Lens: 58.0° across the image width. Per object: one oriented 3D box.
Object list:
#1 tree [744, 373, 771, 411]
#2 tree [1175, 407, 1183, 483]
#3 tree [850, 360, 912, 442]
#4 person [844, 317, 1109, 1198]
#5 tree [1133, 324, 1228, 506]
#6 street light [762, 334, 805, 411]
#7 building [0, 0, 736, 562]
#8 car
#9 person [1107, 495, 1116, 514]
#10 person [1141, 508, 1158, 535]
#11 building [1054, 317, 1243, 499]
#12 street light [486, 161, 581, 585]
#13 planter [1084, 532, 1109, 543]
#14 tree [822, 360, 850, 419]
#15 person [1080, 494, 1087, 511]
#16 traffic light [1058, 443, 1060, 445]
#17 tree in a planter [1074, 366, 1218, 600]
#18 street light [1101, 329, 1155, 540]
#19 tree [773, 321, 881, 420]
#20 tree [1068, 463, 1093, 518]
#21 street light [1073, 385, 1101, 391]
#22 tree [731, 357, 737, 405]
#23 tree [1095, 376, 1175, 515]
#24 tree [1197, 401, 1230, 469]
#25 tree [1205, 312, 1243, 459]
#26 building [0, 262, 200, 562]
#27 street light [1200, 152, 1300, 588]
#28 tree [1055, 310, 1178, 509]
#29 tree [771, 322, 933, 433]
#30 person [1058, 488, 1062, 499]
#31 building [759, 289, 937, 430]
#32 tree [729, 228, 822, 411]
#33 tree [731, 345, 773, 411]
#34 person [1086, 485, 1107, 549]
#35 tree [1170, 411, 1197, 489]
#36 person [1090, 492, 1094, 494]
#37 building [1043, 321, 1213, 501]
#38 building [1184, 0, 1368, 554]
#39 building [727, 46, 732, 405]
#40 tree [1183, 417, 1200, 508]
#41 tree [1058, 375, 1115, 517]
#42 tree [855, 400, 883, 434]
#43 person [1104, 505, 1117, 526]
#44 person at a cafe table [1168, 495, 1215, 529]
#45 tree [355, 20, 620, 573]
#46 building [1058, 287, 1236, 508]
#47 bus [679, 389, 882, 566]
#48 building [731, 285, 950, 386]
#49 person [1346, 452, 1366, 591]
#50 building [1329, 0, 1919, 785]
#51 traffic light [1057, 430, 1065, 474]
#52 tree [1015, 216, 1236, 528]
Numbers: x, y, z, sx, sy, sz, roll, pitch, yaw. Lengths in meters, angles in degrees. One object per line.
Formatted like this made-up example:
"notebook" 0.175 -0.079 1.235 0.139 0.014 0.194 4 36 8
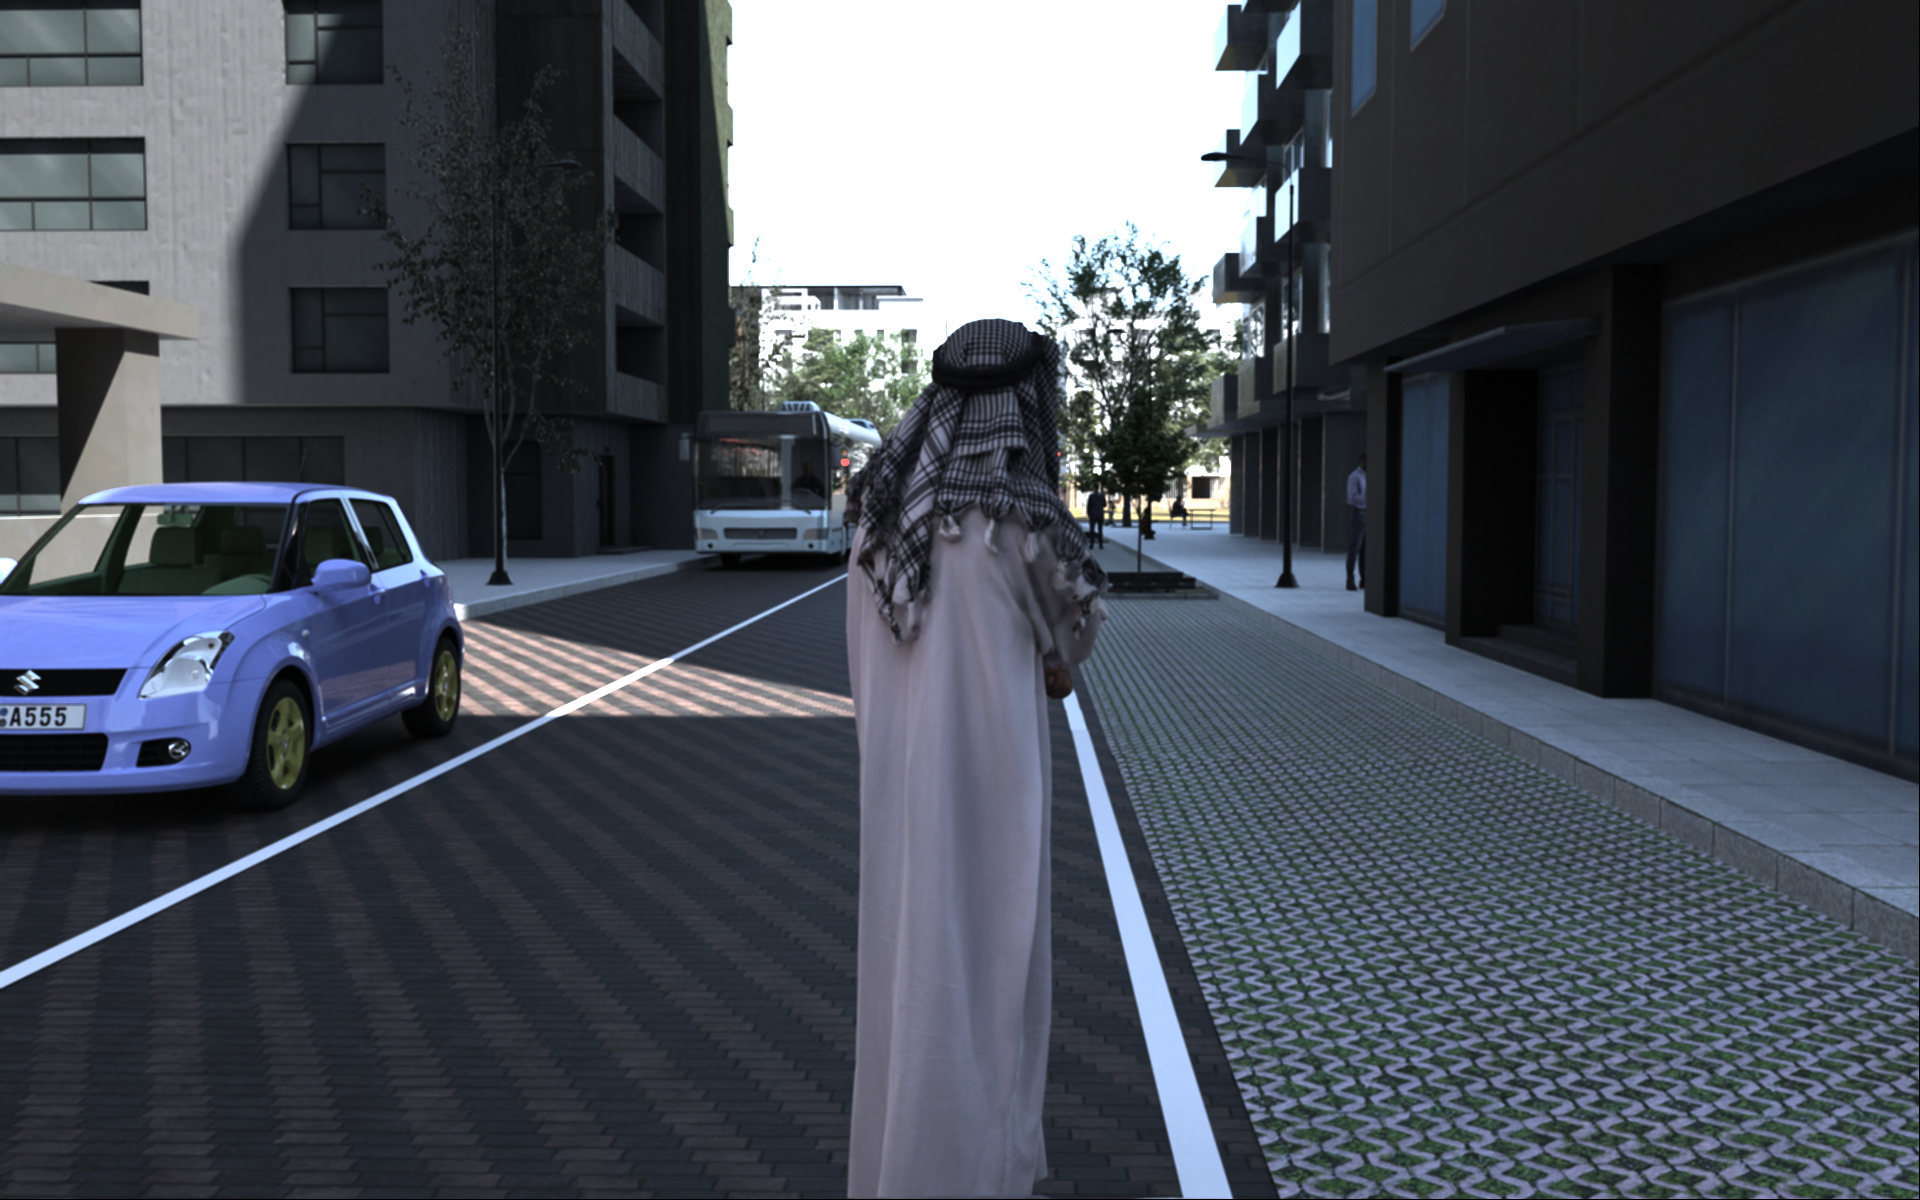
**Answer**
"tree" -14.272 -13.338 143.829 9.928 11.665 9.643 0 3 0
"tree" 13.120 -10.715 125.557 4.360 8.622 3.978 0 3 0
"tree" -4.742 -8.927 96.323 4.360 8.622 3.978 0 3 0
"person" 0.022 0.371 3.110 0.551 1.740 0.621 2 4 28
"tree" 14.802 -11.945 113.422 7.486 12.596 7.792 0 3 0
"street light" -5.203 -4.772 50.561 1.470 5.913 1.316 0 4 2
"building" -12.954 -16.221 36.917 14.160 30.474 14.107 0 4 2
"car" -3.883 0.037 8.992 1.945 1.707 3.694 0 4 1
"person" 9.476 -6.240 108.787 0.841 1.734 0.376 2 4 23
"person" 5.975 -2.471 54.727 0.655 0.850 0.859 2 4 24
"building" 25.028 -22.795 216.667 27.936 21.610 32.646 0 4 2
"street light" -5.974 -3.166 24.306 1.470 5.913 1.316 0 4 2
"planter" 3.376 -1.842 51.264 1.991 0.319 1.994 0 4 2
"tree" -7.815 -8.258 85.380 4.360 8.622 3.978 0 3 0
"person" 9.587 -7.623 134.595 0.435 1.345 0.340 -1 4 -22
"traffic light" 4.329 -5.698 82.079 0.839 4.253 0.868 0 4 2
"tree in a planter" 2.525 -1.653 24.244 1.991 3.239 1.994 0 4 2
"street light" 4.813 -4.667 48.850 1.470 5.913 1.316 0 4 2
"tree" -8.903 -12.000 114.321 7.486 12.596 7.792 0 3 0
"tree" 6.567 -5.986 92.467 1.663 3.219 1.824 0 3 0
"street light" 5.527 -6.208 74.039 1.470 5.913 1.316 0 4 2
"tree" -16.555 -11.377 92.675 9.857 13.997 8.962 0 3 0
"tree" 10.279 -9.441 104.719 4.360 8.622 3.978 0 3 0
"tree" 17.209 -9.505 105.774 4.737 8.622 4.395 0 3 0
"tree" 18.746 -11.672 97.491 9.857 13.997 8.962 0 3 0
"building" -23.286 -19.453 9.933 32.217 40.220 23.993 0 4 2
"street light" 3.959 -3.127 23.665 1.470 5.913 1.316 0 4 2
"tree" 7.064 -9.347 87.235 8.767 10.594 7.601 1 4 13
"tree" -4.980 -10.875 103.569 9.928 11.665 9.643 0 3 0
"person" 8.687 -8.881 151.368 0.598 1.807 0.434 -1 4 -12
"building" -10.145 -18.789 163.614 16.016 20.091 11.380 0 4 2
"tree" -6.178 -5.932 47.343 4.360 8.622 3.978 0 3 0
"tree" -18.135 -13.319 128.142 12.009 13.543 11.850 0 3 0
"person" 3.540 -2.166 44.839 0.541 1.710 0.530 0 3 0
"tree" 18.524 -11.933 145.469 4.737 8.622 4.395 0 3 0
"person" 9.166 -6.832 118.677 0.756 1.711 0.436 -1 4 -11
"building" 17.255 -19.481 184.975 16.747 18.905 31.486 0 4 2
"building" 18.510 -25.919 43.392 23.786 49.044 30.456 0 4 2
"building" -21.353 -24.909 61.881 28.867 44.769 22.147 0 4 2
"tree" 16.406 -11.479 138.043 4.360 8.622 3.978 0 3 0
"tree" 7.093 -9.088 98.945 4.737 8.622 4.395 0 3 0
"tree" -7.168 -10.467 121.495 4.737 8.622 4.395 0 3 0
"person" 5.925 -3.385 69.318 0.695 0.859 0.347 1 4 18
"person at a cafe table" 8.520 -3.233 63.716 1.726 1.238 1.698 0 4 8
"tree" -7.328 -4.713 27.417 4.360 8.622 3.978 0 3 0
"building" 17.290 -18.784 163.532 16.016 20.091 11.380 0 4 2
"bus" -3.462 -2.611 37.543 2.948 3.499 13.247 0 4 2
"building" -15.667 -20.902 185.726 27.936 21.610 32.646 0 4 2
"person" 5.481 -1.052 23.119 0.599 1.838 0.709 3 4 37
"building" 10.779 -22.059 10.772 14.600 45.320 14.200 0 4 2
"traffic light" 4.075 -5.210 74.098 0.839 4.253 0.868 0 4 2
"tree" 6.283 -8.605 66.440 9.928 11.665 9.643 0 3 0
